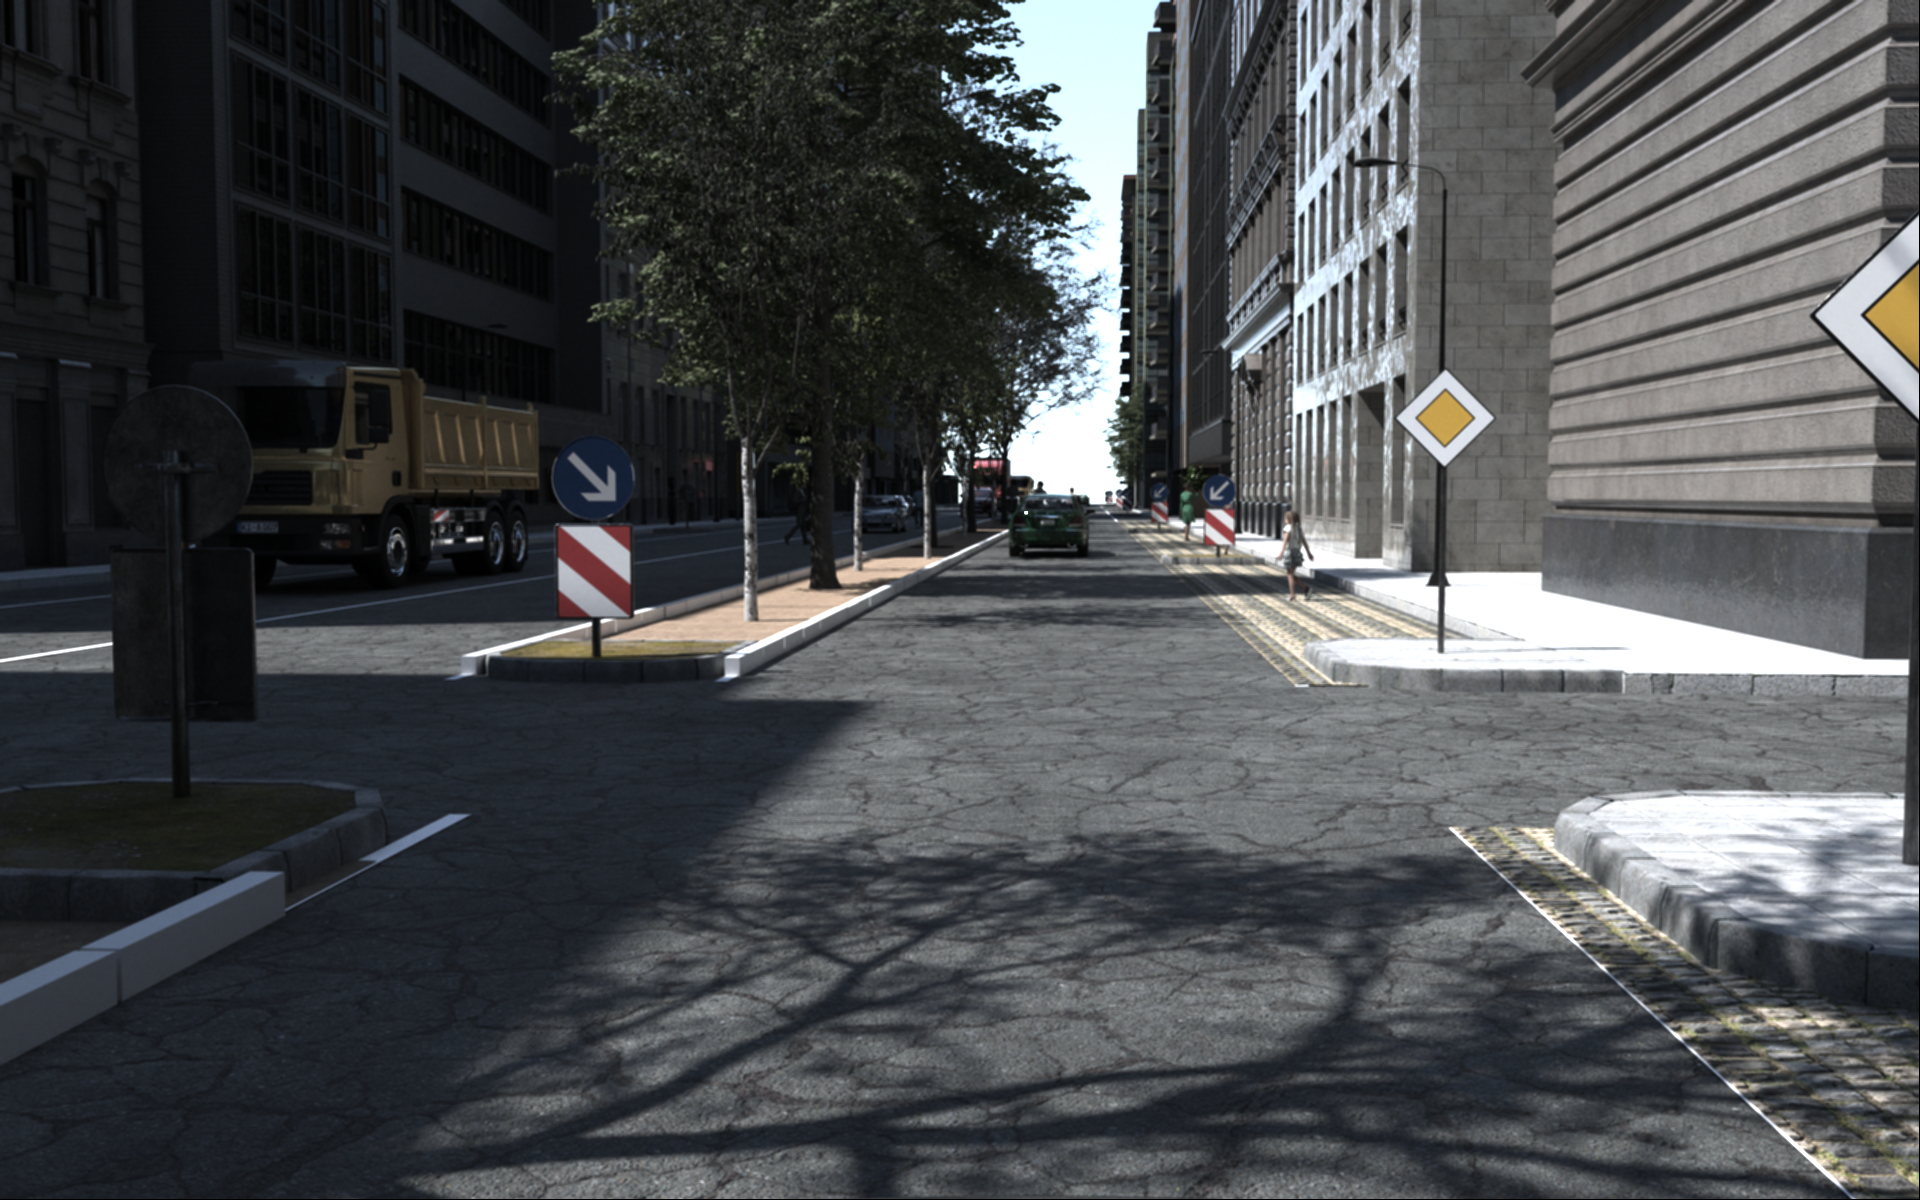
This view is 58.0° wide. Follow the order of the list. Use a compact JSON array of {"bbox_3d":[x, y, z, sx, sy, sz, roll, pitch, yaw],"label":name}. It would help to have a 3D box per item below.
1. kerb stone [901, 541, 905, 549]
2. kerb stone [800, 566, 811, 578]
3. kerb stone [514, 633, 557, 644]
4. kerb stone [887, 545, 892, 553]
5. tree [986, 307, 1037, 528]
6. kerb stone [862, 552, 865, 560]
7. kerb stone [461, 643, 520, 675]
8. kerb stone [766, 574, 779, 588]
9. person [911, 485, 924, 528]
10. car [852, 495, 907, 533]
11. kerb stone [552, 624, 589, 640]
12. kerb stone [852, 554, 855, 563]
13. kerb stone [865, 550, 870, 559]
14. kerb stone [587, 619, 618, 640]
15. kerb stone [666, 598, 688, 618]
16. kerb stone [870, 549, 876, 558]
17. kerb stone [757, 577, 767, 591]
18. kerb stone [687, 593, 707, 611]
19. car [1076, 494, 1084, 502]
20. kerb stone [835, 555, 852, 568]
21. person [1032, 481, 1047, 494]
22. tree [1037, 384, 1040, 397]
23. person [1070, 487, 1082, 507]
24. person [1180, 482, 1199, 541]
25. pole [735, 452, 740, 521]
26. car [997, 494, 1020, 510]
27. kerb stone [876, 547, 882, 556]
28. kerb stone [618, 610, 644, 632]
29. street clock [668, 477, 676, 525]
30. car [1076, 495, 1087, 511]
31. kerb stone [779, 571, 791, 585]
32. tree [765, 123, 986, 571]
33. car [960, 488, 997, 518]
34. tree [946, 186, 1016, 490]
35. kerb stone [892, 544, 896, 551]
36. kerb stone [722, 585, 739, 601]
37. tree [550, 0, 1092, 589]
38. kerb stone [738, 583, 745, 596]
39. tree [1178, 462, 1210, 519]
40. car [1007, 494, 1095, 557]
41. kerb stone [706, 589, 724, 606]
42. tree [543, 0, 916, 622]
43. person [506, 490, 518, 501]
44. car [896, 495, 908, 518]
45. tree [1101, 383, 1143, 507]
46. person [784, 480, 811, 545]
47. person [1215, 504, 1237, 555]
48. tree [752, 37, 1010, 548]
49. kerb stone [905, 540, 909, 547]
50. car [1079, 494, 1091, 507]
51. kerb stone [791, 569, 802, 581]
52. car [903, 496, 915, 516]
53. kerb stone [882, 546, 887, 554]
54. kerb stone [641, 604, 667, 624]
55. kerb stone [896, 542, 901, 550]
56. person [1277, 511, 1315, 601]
[{"bbox_3d":[-1.612,-1.389,44.914,0.120,0.150,1.000,0,4,4],"label":"kerb stone"},{"bbox_3d":[-2.724,-0.451,29.573,0.120,0.150,1.000,0,4,4],"label":"kerb stone"},{"bbox_3d":[-3.773,0.427,15.221,0.120,0.150,1.000,0,4,4],"label":"kerb stone"},{"bbox_3d":[-1.828,-1.202,41.856,0.120,0.150,1.000,0,4,4],"label":"kerb stone"},{"bbox_3d":[0.113,-6.266,55.277,4.737,8.622,4.395,0,3,0],"label":"tree"},{"bbox_3d":[-2.199,-0.889,36.723,0.120,0.150,1.000,0,4,4],"label":"kerb stone"},{"bbox_3d":[-3.852,0.489,14.198,0.120,0.150,1.000,0,4,4],"label":"kerb stone"},{"bbox_3d":[-2.958,-0.264,26.506,0.120,0.150,1.000,0,4,4],"label":"kerb stone"},{"bbox_3d":[-1.734,-3.959,73.254,0.660,1.820,0.620,-1,4,-12],"label":"person"},{"bbox_3d":[-2.998,-3.241,64.989,2.014,1.417,4.499,0,4,3],"label":"car"},{"bbox_3d":[-3.704,0.364,16.242,0.120,0.150,1.000,0,4,4],"label":"kerb stone"},{"bbox_3d":[-2.276,-0.826,35.703,0.120,0.150,1.000,0,4,4],"label":"kerb stone"},{"bbox_3d":[-2.131,-0.951,37.749,0.120,0.150,1.000,0,4,4],"label":"kerb stone"},{"bbox_3d":[-3.631,0.301,17.270,0.120,0.150,1.000,0,4,4],"label":"kerb stone"},{"bbox_3d":[-3.395,0.115,20.353,0.120,0.150,1.000,0,4,4],"label":"kerb stone"},{"bbox_3d":[-2.060,-1.014,38.778,0.120,0.150,1.000,0,4,4],"label":"kerb stone"},{"bbox_3d":[-3.022,-0.201,25.478,0.120,0.150,1.000,0,4,4],"label":"kerb stone"},{"bbox_3d":[-3.320,0.050,21.382,0.120,0.150,1.000,0,4,4],"label":"kerb stone"},{"bbox_3d":[11.516,-10.098,175.318,2.015,1.641,3.980,0,4,3],"label":"car"},{"bbox_3d":[-2.350,-0.764,34.683,0.120,0.150,1.000,0,4,4],"label":"kerb stone"},{"bbox_3d":[2.433,-2.861,55.080,0.655,1.846,0.447,-2,4,-32],"label":"person"},{"bbox_3d":[1.368,-7.305,72.248,4.737,8.622,4.395,0,3,0],"label":"tree"},{"bbox_3d":[5.140,-4.218,78.139,0.731,1.740,0.598,1,4,10],"label":"person"},{"bbox_3d":[6.906,-2.681,52.588,0.600,1.795,0.529,2,4,32],"label":"person"},{"bbox_3d":[-10.732,-5.486,83.545,0.158,3.312,0.155,0,3,0],"label":"pole"},{"bbox_3d":[4.220,-8.912,154.387,2.281,1.827,5.304,0,4,4],"label":"car"},{"bbox_3d":[-1.978,-1.075,39.796,0.120,0.150,1.000,0,4,4],"label":"kerb stone"},{"bbox_3d":[-3.554,0.238,18.306,0.120,0.150,1.000,0,4,4],"label":"kerb stone"},{"bbox_3d":[-11.961,-4.121,71.941,0.358,2.002,0.471,0,4,4],"label":"street clock"},{"bbox_3d":[5.332,-4.706,86.735,2.009,1.686,4.222,0,4,6],"label":"car"},{"bbox_3d":[-2.877,-0.326,27.535,0.120,0.150,1.000,0,4,4],"label":"kerb stone"},{"bbox_3d":[-1.909,-4.848,32.086,4.737,8.622,4.395,0,3,0],"label":"tree"},{"bbox_3d":[1.169,-6.041,107.439,2.281,1.827,5.304,0,4,4],"label":"car"},{"bbox_3d":[-0.715,-5.190,37.673,4.360,8.622,3.978,0,3,0],"label":"tree"},{"bbox_3d":[-1.757,-1.265,42.875,0.120,0.150,1.000,0,4,4],"label":"kerb stone"},{"bbox_3d":[-3.177,-0.075,23.428,0.120,0.150,1.000,0,4,4],"label":"kerb stone"},{"bbox_3d":[-1.980,-6.402,25.249,7.486,12.596,7.792,0,3,0],"label":"tree"},{"bbox_3d":[-3.101,-0.138,24.452,0.120,0.150,1.000,0,4,4],"label":"kerb stone"},{"bbox_3d":[12.155,-5.881,90.760,1.663,3.219,1.824,0,3,0],"label":"tree"},{"bbox_3d":[2.139,-1.788,41.028,2.131,1.459,4.920,0,4,4],"label":"car"},{"bbox_3d":[-3.253,-0.011,22.409,0.120,0.150,1.000,0,4,4],"label":"kerb stone"},{"bbox_3d":[-2.340,-4.042,18.906,4.360,8.622,3.978,0,3,0],"label":"tree"},{"bbox_3d":[-11.615,-2.208,44.813,0.699,1.804,1.509,-1,4,-8],"label":"person"},{"bbox_3d":[-4.123,-5.602,103.960,2.083,1.381,4.827,0,4,2],"label":"car"},{"bbox_3d":[18.142,-15.753,175.692,7.486,12.596,7.792,0,3,0],"label":"tree"},{"bbox_3d":[-4.564,-2.494,49.249,0.822,1.834,0.622,0,4,5],"label":"person"},{"bbox_3d":[6.176,-1.630,40.172,0.505,1.210,0.382,-2,4,-35],"label":"person"},{"bbox_3d":[-0.787,-8.134,45.820,12.009,13.543,11.850,0,3,0],"label":"tree"},{"bbox_3d":[-1.534,-1.452,45.933,0.120,0.150,1.000,0,4,4],"label":"kerb stone"},{"bbox_3d":[13.959,-11.443,198.883,2.131,1.459,4.920,0,4,5],"label":"car"},{"bbox_3d":[-2.795,-0.389,28.553,0.120,0.150,1.000,0,4,4],"label":"kerb stone"},{"bbox_3d":[-3.955,-6.144,113.033,1.945,1.354,3.894,0,4,6],"label":"car"},{"bbox_3d":[-1.906,-1.140,40.834,0.120,0.150,1.000,0,4,4],"label":"kerb stone"},{"bbox_3d":[-3.481,0.175,19.329,0.120,0.150,1.000,0,4,4],"label":"kerb stone"},{"bbox_3d":[-1.680,-1.327,43.894,0.120,0.150,1.000,0,4,4],"label":"kerb stone"},{"bbox_3d":[4.430,-0.577,22.950,0.505,1.210,0.382,-3,5,-44],"label":"person"}]
